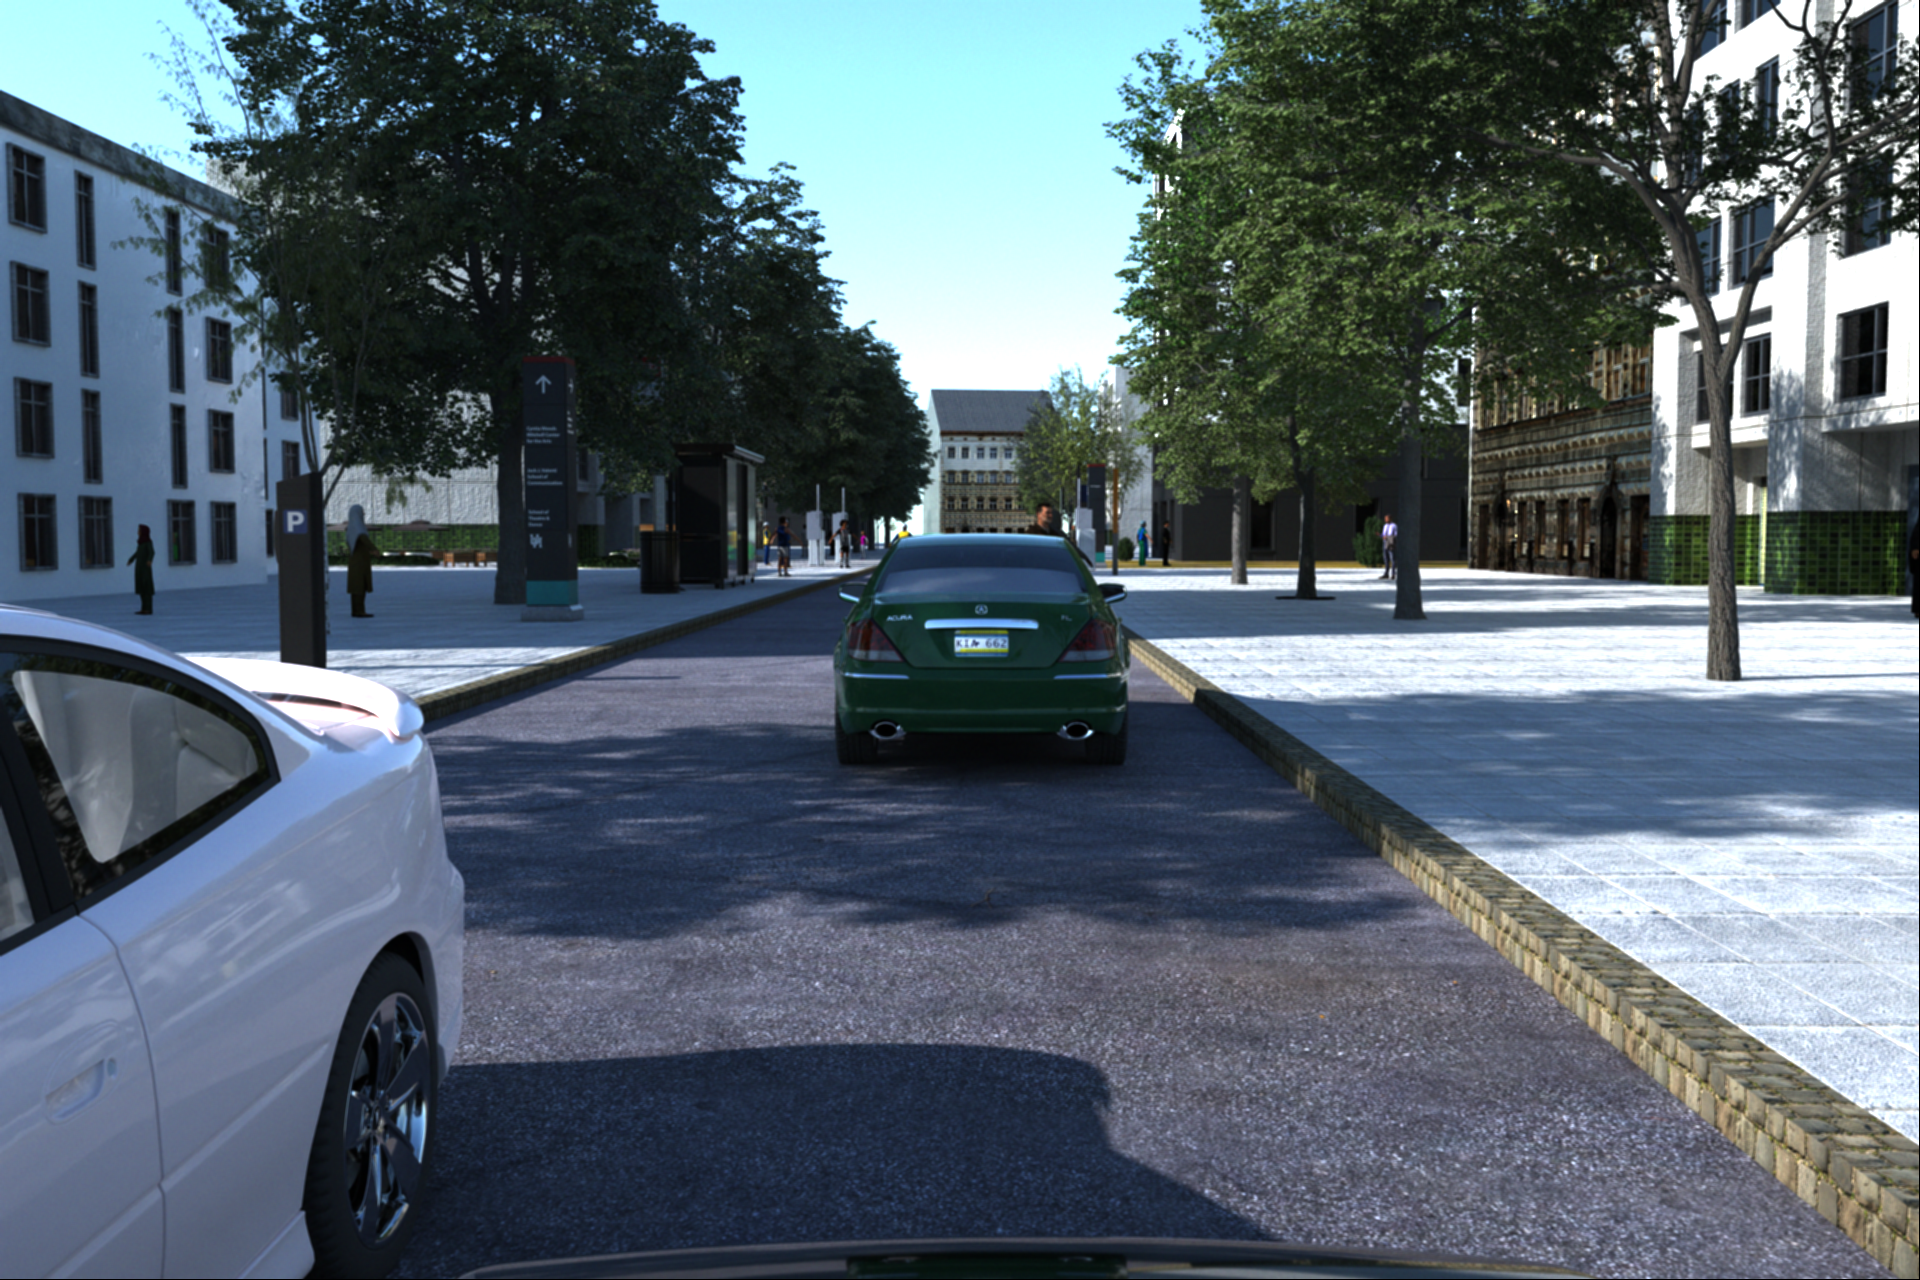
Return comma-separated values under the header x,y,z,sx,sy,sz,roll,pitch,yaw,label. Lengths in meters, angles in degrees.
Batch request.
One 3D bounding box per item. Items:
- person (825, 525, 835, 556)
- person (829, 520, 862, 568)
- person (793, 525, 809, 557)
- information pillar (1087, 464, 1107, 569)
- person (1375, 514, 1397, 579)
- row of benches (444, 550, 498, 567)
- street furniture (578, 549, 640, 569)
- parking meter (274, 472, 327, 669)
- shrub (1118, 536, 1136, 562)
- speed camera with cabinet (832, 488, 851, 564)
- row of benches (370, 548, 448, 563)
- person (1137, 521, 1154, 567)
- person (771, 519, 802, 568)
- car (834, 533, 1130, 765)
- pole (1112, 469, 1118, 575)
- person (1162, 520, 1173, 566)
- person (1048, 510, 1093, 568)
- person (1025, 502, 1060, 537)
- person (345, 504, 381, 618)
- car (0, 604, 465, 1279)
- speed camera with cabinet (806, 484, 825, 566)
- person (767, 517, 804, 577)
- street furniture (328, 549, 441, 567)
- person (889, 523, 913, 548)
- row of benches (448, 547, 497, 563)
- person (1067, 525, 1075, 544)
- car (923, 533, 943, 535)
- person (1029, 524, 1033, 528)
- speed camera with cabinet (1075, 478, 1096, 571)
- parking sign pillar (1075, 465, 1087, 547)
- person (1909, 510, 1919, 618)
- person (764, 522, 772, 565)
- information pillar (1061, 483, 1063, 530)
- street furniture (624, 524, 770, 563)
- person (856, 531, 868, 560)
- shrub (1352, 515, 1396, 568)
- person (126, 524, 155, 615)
x,y,z,sx,sy,sz,roll,pitch,yaw,label
-7.585,-5.902,102.681,0.705,1.806,1.347,-3,5,-40,person
-4.337,-3.611,65.184,1.345,1.843,0.704,-2,4,-28,person
-8.557,-5.459,95.440,1.347,1.806,0.705,-3,4,-36,person
5.069,-4.590,64.426,0.750,3.857,0.750,0,4,0,information pillar
12.047,-2.635,48.988,0.599,1.838,0.709,-2,4,-28,person
-18.606,-3.282,69.118,1.422,0.672,4.104,3,5,41,row of benches
-11.801,-3.166,67.393,5.734,0.657,10.072,0,4,-2,street furniture
-6.249,-0.654,16.400,0.399,1.863,0.255,0,4,0,parking meter
7.723,-4.269,80.909,1.383,1.207,1.383,0,3,0,shrub
-5.105,-4.906,74.546,0.660,3.252,2.038,0,4,3,speed camera with cabinet
-24.708,-3.713,76.176,4.104,0.672,1.422,-1,4,-8,row of benches
7.264,-3.811,68.440,0.704,1.817,1.347,-1,4,-19,person
-6.575,-3.643,65.414,1.347,1.847,0.705,-2,4,-34,person
0.155,-0.025,12.200,2.131,1.459,4.920,0,4,1,car
4.850,-3.684,54.081,0.158,3.312,0.155,0,3,0,pole
8.379,-3.927,70.147,0.705,1.837,1.347,1,4,18,person
1.530,-1.167,27.668,1.348,1.813,0.705,3,5,42,person
1.032,-0.755,20.936,1.346,1.812,0.704,-3,5,-41,person
-9.211,-1.223,26.769,0.721,1.736,1.217,-3,4,-36,person
-2.033,0.634,2.003,2.083,1.381,4.827,0,4,1,car
-5.828,-4.616,69.802,0.660,3.252,2.038,0,4,0,speed camera with cabinet
-5.304,-2.811,52.127,1.345,1.807,0.704,2,4,31,person
-26.112,-3.322,69.934,10.072,0.657,5.734,-1,4,-10,street furniture
-2.081,-3.500,65.656,1.349,1.833,0.705,1,4,18,person
-22.267,-3.900,79.233,1.422,0.672,4.104,1,4,11,row of benches
6.629,-5.806,101.199,1.348,1.796,0.705,-1,4,-12,person
-0.914,-3.830,71.414,1.959,1.807,4.718,0,4,1,car
3.820,-5.312,93.072,0.704,1.802,1.346,2,4,27,person
4.411,-4.062,60.749,0.660,3.252,2.038,0,4,0,speed camera with cabinet
4.805,-4.910,68.757,1.447,3.967,1.447,0,4,2,parking sign pillar
14.787,-1.196,26.344,1.214,1.737,0.721,-3,4,-36,person
-7.926,-4.003,71.913,0.721,1.772,1.216,0,4,-5,person
4.644,-5.360,78.991,0.183,3.616,0.504,0,4,-1,information pillar
-13.573,-4.499,80.415,9.812,1.723,11.010,0,4,0,street furniture
-4.833,-4.667,85.565,0.599,1.433,0.991,-3,5,-40,person
15.690,-3.744,65.641,1.690,2.028,1.600,0,3,0,shrub
-13.068,-1.125,27.613,0.599,1.438,0.989,-3,5,-44,person
